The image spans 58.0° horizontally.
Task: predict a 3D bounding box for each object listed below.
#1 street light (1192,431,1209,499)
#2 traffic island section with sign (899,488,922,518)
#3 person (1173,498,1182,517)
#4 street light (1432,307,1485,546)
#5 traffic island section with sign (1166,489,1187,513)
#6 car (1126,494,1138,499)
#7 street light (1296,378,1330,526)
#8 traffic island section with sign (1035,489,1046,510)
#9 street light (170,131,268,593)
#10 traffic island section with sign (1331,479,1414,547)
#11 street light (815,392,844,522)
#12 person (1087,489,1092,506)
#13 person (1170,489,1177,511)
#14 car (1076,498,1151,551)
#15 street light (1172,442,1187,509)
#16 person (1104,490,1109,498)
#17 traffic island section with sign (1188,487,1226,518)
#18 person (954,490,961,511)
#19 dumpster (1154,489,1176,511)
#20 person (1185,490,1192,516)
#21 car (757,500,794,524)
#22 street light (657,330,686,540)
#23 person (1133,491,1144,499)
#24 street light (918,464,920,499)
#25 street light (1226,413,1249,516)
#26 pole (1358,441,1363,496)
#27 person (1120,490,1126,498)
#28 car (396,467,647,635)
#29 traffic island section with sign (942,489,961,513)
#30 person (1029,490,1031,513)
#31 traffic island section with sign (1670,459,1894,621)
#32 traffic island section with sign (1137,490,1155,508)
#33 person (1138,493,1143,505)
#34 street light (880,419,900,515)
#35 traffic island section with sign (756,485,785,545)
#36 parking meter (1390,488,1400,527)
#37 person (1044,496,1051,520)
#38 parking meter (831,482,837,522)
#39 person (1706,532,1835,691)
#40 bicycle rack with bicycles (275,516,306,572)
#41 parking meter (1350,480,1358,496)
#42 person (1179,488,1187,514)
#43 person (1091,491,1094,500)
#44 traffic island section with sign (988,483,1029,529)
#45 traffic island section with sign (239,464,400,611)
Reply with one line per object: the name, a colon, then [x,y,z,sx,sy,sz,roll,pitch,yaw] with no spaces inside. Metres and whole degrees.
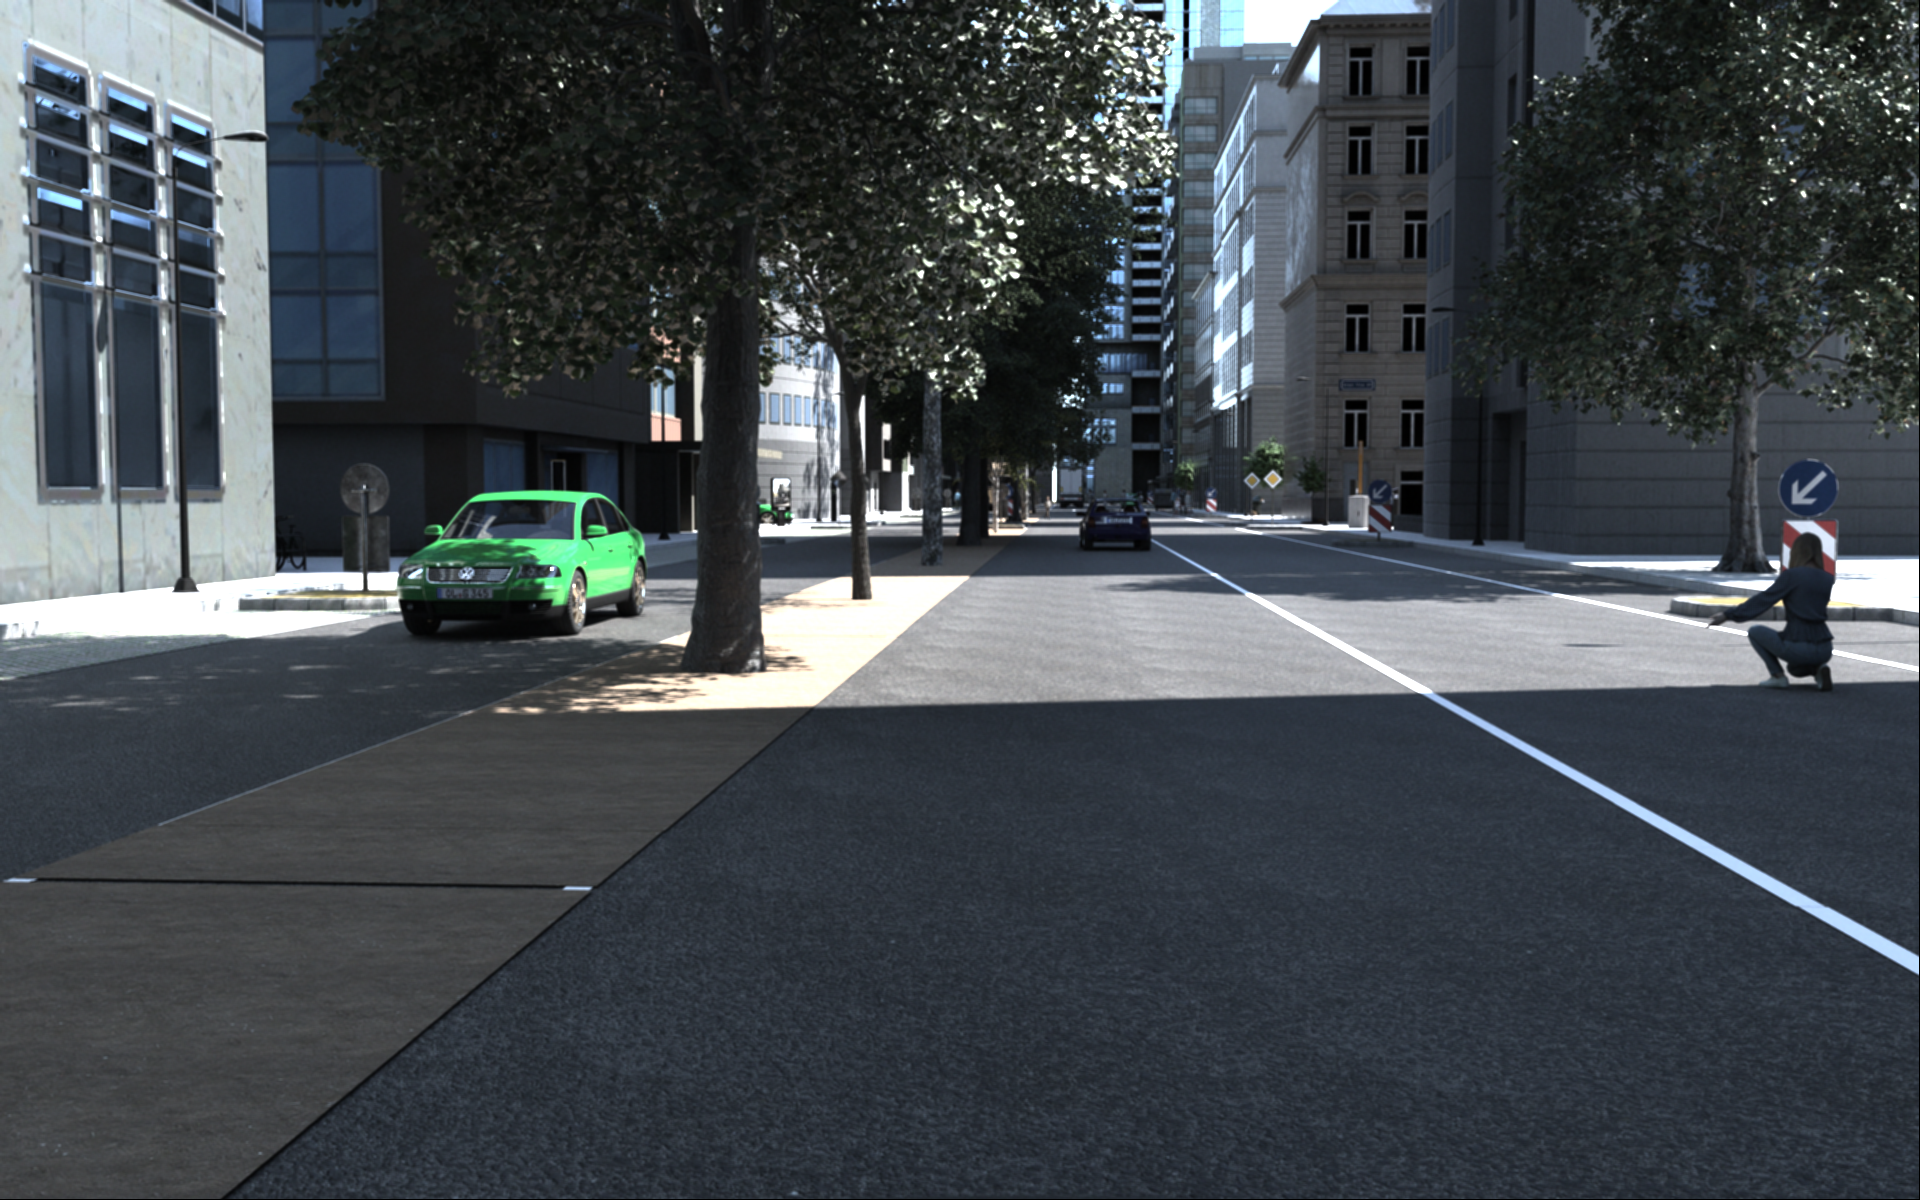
street light: [17.682,-9.444,126.958,1.470,5.913,1.316,0,4,4]
traffic island section with sign: [-2.606,-5.859,104.422,1.989,1.847,2.006,0,4,4]
person: [13.309,-5.663,106.097,0.505,1.210,0.382,0,4,-5]
street light: [12.398,-4.315,43.092,1.470,5.913,1.316,0,4,4]
traffic island section with sign: [16.450,-7.409,129.764,1.989,1.847,2.006,0,4,4]
car: [16.142,-9.518,164.414,1.959,1.807,4.718,0,4,3]
street light: [14.104,-5.909,69.147,1.470,5.913,1.316,0,4,4]
traffic island section with sign: [6.830,-8.900,153.657,2.006,1.907,1.989,0,4,4]
street light: [-9.550,-3.046,22.351,1.470,5.913,1.316,0,4,4]
traffic island section with sign: [11.281,-2.381,47.559,1.989,1.847,2.006,0,4,4]
street light: [-5.930,-6.528,79.271,1.470,5.913,1.316,0,4,4]
person: [9.739,-7.447,130.433,0.466,1.800,0.511,-1,4,-19]
person: [17.077,-7.919,137.996,0.620,1.820,0.660,3,5,42]
car: [4.025,-1.998,45.254,1.945,1.354,3.894,0,4,2]
street light: [19.413,-11.044,153.104,1.470,5.913,1.316,0,4,4]
person: [12.487,-8.493,147.927,0.524,1.755,0.480,0,4,4]
traffic island section with sign: [14.756,-5.764,102.862,1.989,1.847,2.006,0,4,4]
person: [-0.190,-8.292,144.413,0.601,1.785,0.444,-1,4,-14]
dumpster: [17.014,-8.279,143.574,1.865,1.857,1.264,0,4,3]
person: [14.846,-6.295,112.432,0.512,1.701,0.522,0,4,6]
car: [-9.614,-4.073,75.382,4.718,1.807,1.959,0,4,3]
street light: [-7.763,-4.640,48.402,1.470,5.913,1.316,0,4,4]
person: [16.628,-9.289,161.191,1.217,1.723,0.721,-1,4,-14]
street light: [-2.582,-9.735,131.708,1.470,5.913,1.316,0,4,4]
street light: [15.975,-7.778,99.717,1.470,5.913,1.316,0,4,4]
pole: [15.348,-4.439,66.413,0.158,3.312,0.155,0,3,0]
person: [13.216,-8.029,140.049,0.678,1.792,0.850,3,5,42]
car: [-4.693,-0.626,19.031,1.959,1.807,4.718,0,4,2]
traffic island section with sign: [-0.910,-7.504,131.324,1.989,1.847,2.006,0,4,4]
person: [5.249,-7.536,132.265,0.362,1.759,0.519,3,5,44]
traffic island section with sign: [9.584,-0.725,20.478,1.989,1.847,2.006,0,4,4]
traffic island section with sign: [19.594,-10.473,179.867,1.989,1.847,2.006,0,4,4]
person: [15.642,-8.522,150.433,0.503,1.515,0.523,-1,4,-15]
street light: [-4.218,-8.136,105.567,1.470,5.913,1.316,0,4,4]
traffic island section with sign: [-6.057,-2.499,49.486,1.989,1.847,2.006,0,4,4]
parking meter: [17.079,-3.650,68.092,0.372,1.533,0.369,0,3,0]
person: [4.956,-5.190,97.626,0.475,1.303,0.640,-3,5,-41]
parking meter: [-5.884,-4.591,80.776,0.255,1.863,0.399,0,4,-7]
person: [6.069,0.072,12.824,1.012,1.151,0.738,0,4,-4]
bicycle rack with bicycles: [-11.967,-0.935,28.674,2.852,0.926,2.925,2,4,24]
parking meter: [15.967,-3.934,70.026,0.399,1.863,0.255,-3,5,-42]
person: [15.777,-6.971,122.275,0.655,1.846,0.447,-1,4,-9]
person: [15.750,-12.105,206.396,0.705,1.826,1.348,0,4,-5]
traffic island section with sign: [2.128,-4.314,78.666,2.006,1.907,1.989,0,4,4]
traffic island section with sign: [-7.769,-0.820,22.039,1.989,1.847,2.006,0,4,4]
